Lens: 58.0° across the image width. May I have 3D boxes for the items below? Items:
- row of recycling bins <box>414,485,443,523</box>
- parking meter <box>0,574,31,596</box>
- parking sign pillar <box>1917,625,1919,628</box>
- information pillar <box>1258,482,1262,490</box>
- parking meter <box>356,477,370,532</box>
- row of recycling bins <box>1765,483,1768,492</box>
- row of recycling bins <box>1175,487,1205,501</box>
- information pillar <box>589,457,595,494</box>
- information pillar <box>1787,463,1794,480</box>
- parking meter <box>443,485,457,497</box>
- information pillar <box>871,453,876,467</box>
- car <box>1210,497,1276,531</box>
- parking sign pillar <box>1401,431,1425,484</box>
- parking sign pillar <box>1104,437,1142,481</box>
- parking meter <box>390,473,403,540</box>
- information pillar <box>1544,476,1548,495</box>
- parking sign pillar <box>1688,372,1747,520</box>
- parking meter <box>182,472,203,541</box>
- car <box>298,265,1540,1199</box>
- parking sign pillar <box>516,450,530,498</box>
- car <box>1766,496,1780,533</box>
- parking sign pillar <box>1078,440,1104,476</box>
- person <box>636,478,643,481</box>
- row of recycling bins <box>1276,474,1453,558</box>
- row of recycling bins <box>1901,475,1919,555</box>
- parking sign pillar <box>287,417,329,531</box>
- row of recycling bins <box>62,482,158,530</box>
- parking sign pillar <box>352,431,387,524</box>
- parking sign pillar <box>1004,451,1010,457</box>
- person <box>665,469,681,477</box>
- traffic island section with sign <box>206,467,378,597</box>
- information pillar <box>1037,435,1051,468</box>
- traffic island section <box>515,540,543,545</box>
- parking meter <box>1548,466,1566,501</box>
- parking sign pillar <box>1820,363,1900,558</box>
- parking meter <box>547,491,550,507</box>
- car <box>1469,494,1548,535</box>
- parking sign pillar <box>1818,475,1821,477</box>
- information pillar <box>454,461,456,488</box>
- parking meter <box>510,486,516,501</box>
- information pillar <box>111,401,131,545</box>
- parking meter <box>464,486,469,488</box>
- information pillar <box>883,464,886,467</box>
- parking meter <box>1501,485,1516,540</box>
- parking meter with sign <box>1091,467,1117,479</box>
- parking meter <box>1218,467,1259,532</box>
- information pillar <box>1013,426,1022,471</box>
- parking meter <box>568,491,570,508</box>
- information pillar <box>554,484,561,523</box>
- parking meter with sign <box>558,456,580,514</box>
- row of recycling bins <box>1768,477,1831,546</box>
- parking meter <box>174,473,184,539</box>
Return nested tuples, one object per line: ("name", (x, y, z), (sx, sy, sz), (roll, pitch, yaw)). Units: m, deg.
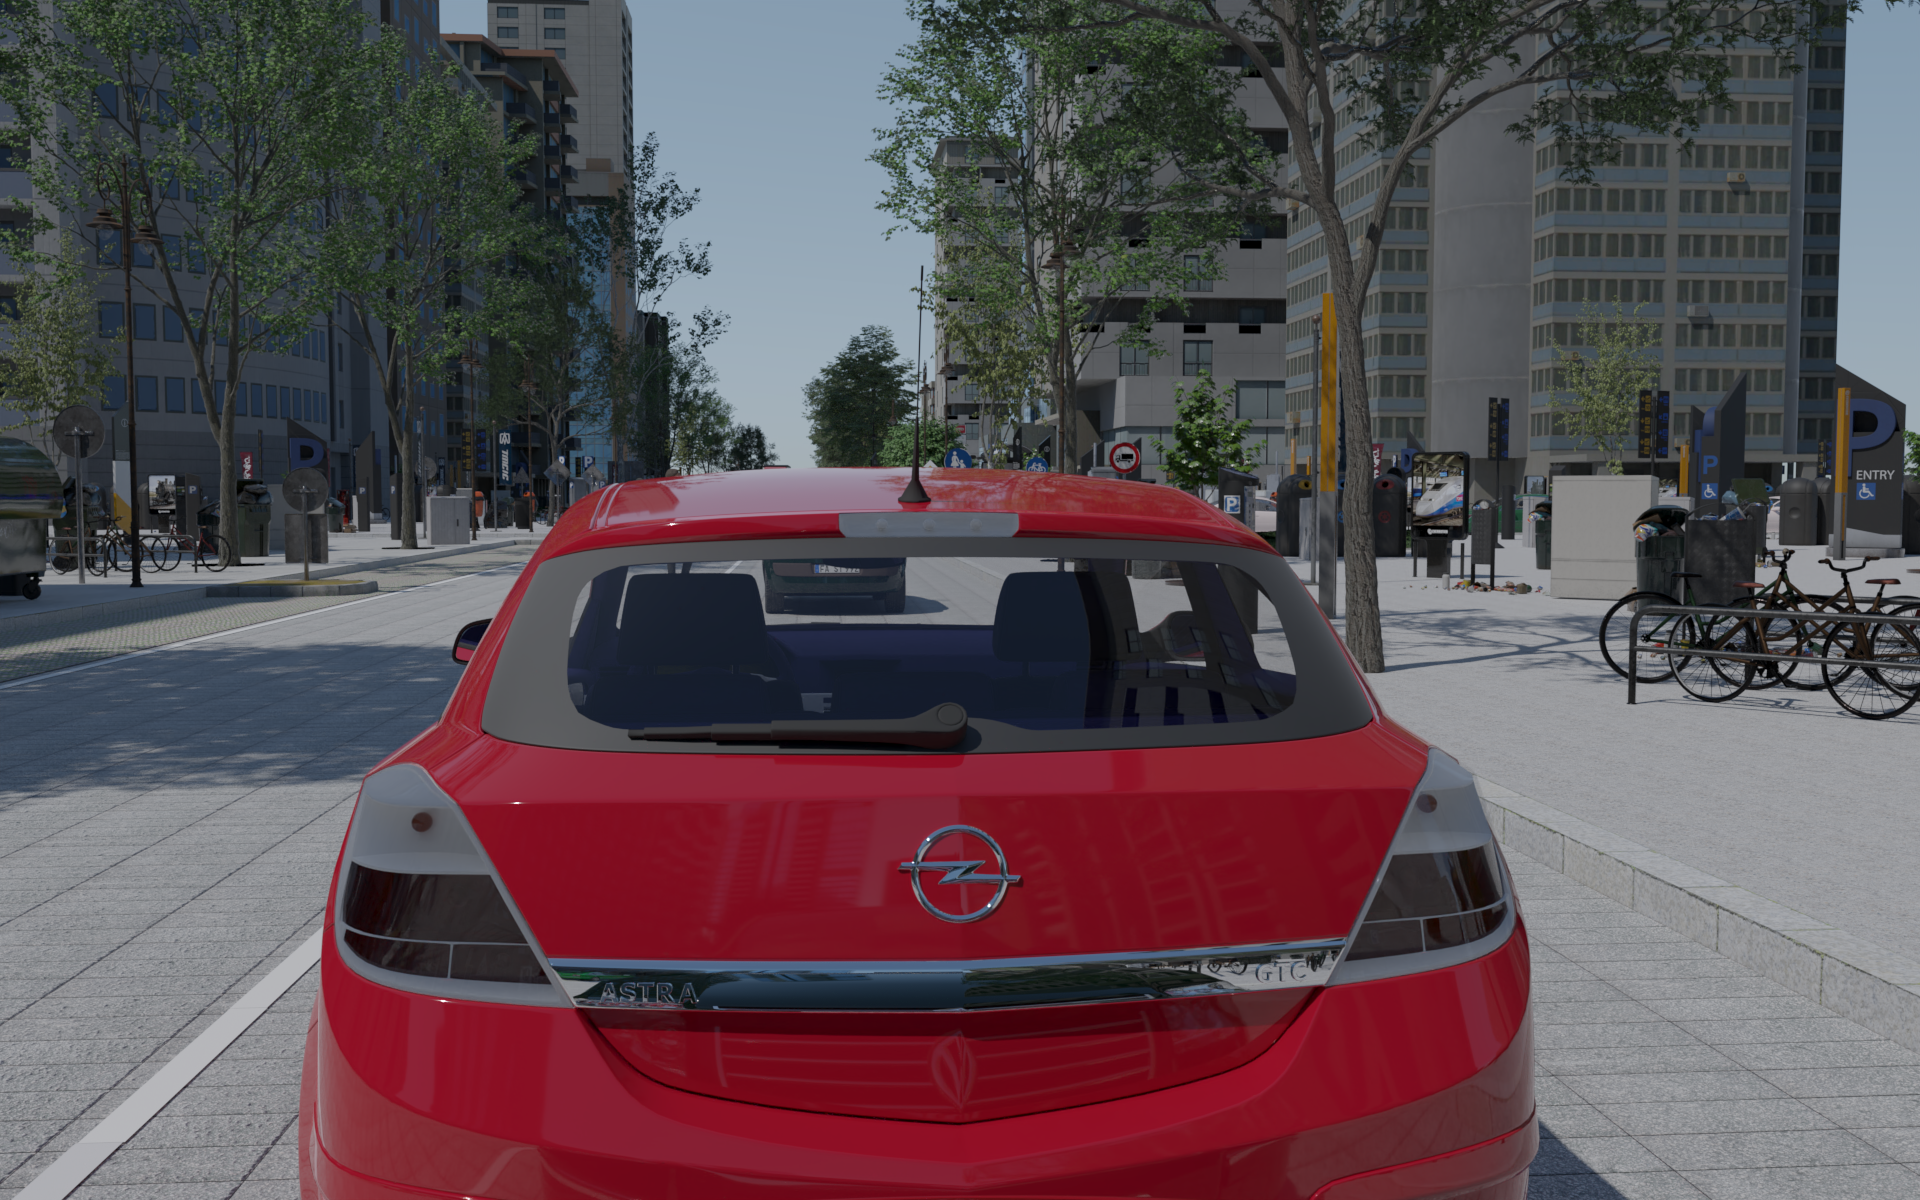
("row of recycling bins", (-24.208, -4.375, 78.637), (3.534, 1.692, 1.069), (3, 5, 42))
("parking meter", (-11.986, -0.988, 21.862), (0.399, 1.863, 0.255), (1, 4, 22))
("parking sign pillar", (9.847, -1.697, 16.223), (1.447, 3.967, 1.447), (-3, 5, -45))
("information pillar", (18.677, -6.365, 108.558), (0.304, 2.012, 0.304), (-2, 4, -30))
("parking meter", (-20.251, -3.245, 58.770), (0.399, 1.863, 0.255), (0, 4, -3))
("row of recycling bins", (29.857, -3.449, 63.503), (3.534, 1.692, 1.069), (0, 4, -1))
("row of recycling bins", (9.262, -3.828, 69.695), (1.069, 1.692, 3.534), (0, 4, -2))
("information pillar", (-23.173, -7.205, 109.161), (0.504, 3.616, 0.183), (2, 4, 28))
("information pillar", (45.503, -6.337, 94.964), (0.504, 3.616, 0.183), (-2, 4, -30))
("parking meter", (-14.109, -2.418, 47.941), (0.372, 1.533, 0.369), (0, 3, 0))
("information pillar", (-4.854, -6.488, 97.425), (0.183, 3.616, 0.504), (2, 4, 31))
("car", (9.457, -2.617, 55.152), (4.827, 1.381, 2.083), (0, 4, -4))
("parking sign pillar", (19.231, -5.206, 73.598), (1.447, 3.967, 1.447), (-1, 4, -14))
("parking sign pillar", (7.932, -5.716, 81.926), (1.447, 3.967, 1.447), (-2, 4, -29))
("parking meter", (-15.706, -2.607, 48.341), (0.399, 1.863, 0.255), (3, 5, 43))
("information pillar", (24.280, -4.142, 72.216), (0.304, 2.012, 0.304), (0, 4, -7))
("parking sign pillar", (16.768, -3.033, 38.068), (1.447, 3.967, 1.447), (-3, 5, -43))
("parking meter", (-20.737, -2.520, 46.917), (0.399, 1.863, 0.255), (-1, 4, -14))
("car", (-0.215, 0.296, 4.196), (2.155, 1.783, 4.494), (0, 4, -6))
("parking sign pillar", (-26.725, -7.194, 106.086), (1.447, 3.967, 1.447), (-3, 4, -38))
("car", (27.529, -2.810, 58.310), (4.827, 1.381, 2.083), (0, 4, -7))
("parking sign pillar", (6.510, -5.965, 86.005), (1.447, 3.967, 1.447), (-2, 4, -24))
("person", (-7.040, -1.774, 37.859), (0.623, 1.781, 0.721), (-2, 4, -28))
("row of recycling bins", (8.271, -1.738, 35.528), (3.534, 1.692, 1.069), (1, 4, 12))
("row of recycling bins", (20.593, -1.902, 38.215), (1.069, 1.692, 3.534), (1, 4, 14))
("parking sign pillar", (-22.699, -4.394, 60.320), (1.447, 3.967, 1.447), (-2, 4, -25))
("row of recycling bins", (-30.469, -3.350, 61.892), (3.534, 1.692, 1.069), (-1, 4, -20))
("parking sign pillar", (-25.450, -5.264, 74.532), (1.447, 3.967, 1.447), (3, 4, 39))
("parking sign pillar", (2.430, -7.218, 106.480), (1.447, 3.967, 1.447), (0, 4, -6))
("person", (-4.107, -1.023, 25.402), (0.473, 1.802, 0.592), (2, 4, 28))
("traffic island section with sign", (-9.504, -0.994, 24.878), (1.989, 1.847, 2.006), (0, 4, -5))
("information pillar", (3.375, -4.744, 68.924), (0.504, 3.616, 0.183), (-1, 4, -13))
("traffic island section", (-11.603, -1.692, 49.940), (2.009, 0.180, 2.903), (0, 4, -5))
("parking meter", (12.170, -1.812, 35.339), (0.255, 1.863, 0.399), (2, 4, 33))
("parking sign pillar", (18.528, -2.867, 35.351), (1.447, 3.967, 1.447), (2, 4, 33))
("parking meter", (-30.454, -7.346, 128.520), (0.372, 1.533, 0.369), (0, 3, 0))
("car", (18.400, -2.776, 57.193), (4.920, 1.459, 2.131), (0, 4, -5))
("parking sign pillar", (60.254, -8.168, 122.013), (1.447, 3.967, 1.447), (2, 4, 30))
("information pillar", (-36.202, -8.126, 124.219), (0.183, 3.616, 0.504), (-1, 4, -13))
("parking meter", (-30.890, -6.982, 119.872), (0.399, 1.863, 0.255), (2, 4, 33))
("information pillar", (-21.031, -3.189, 43.492), (0.183, 3.616, 0.504), (1, 4, 22))
("parking meter", (-32.951, -6.731, 115.757), (0.255, 1.863, 0.399), (2, 4, 34))
("information pillar", (-5.357, -8.095, 123.709), (0.183, 3.616, 0.504), (-3, 5, -41))
("parking meter", (15.404, -2.461, 48.646), (0.372, 1.533, 0.369), (0, 3, 0))
("parking meter with sign", (4.038, -3.195, 48.500), (1.738, 3.016, 0.543), (0, 4, 0))
("parking meter", (2.558, -0.460, 15.924), (0.372, 1.533, 0.369), (0, 3, 0))
("information pillar", (1.984, -4.182, 59.735), (0.183, 3.616, 0.504), (-2, 4, -29))
("parking meter", (-21.236, -5.282, 94.768), (0.372, 1.533, 0.369), (0, 3, 0))
("information pillar", (-17.522, -4.327, 75.230), (0.304, 2.012, 0.304), (0, 4, 6))
("parking meter with sign", (-17.613, -5.119, 79.949), (1.738, 3.016, 0.543), (-3, 5, -44))
("row of recycling bins", (22.079, -2.246, 43.831), (3.534, 1.692, 1.069), (-2, 4, -31))
("parking meter", (-22.067, -2.650, 49.034), (0.255, 1.863, 0.399), (-2, 4, -29))
